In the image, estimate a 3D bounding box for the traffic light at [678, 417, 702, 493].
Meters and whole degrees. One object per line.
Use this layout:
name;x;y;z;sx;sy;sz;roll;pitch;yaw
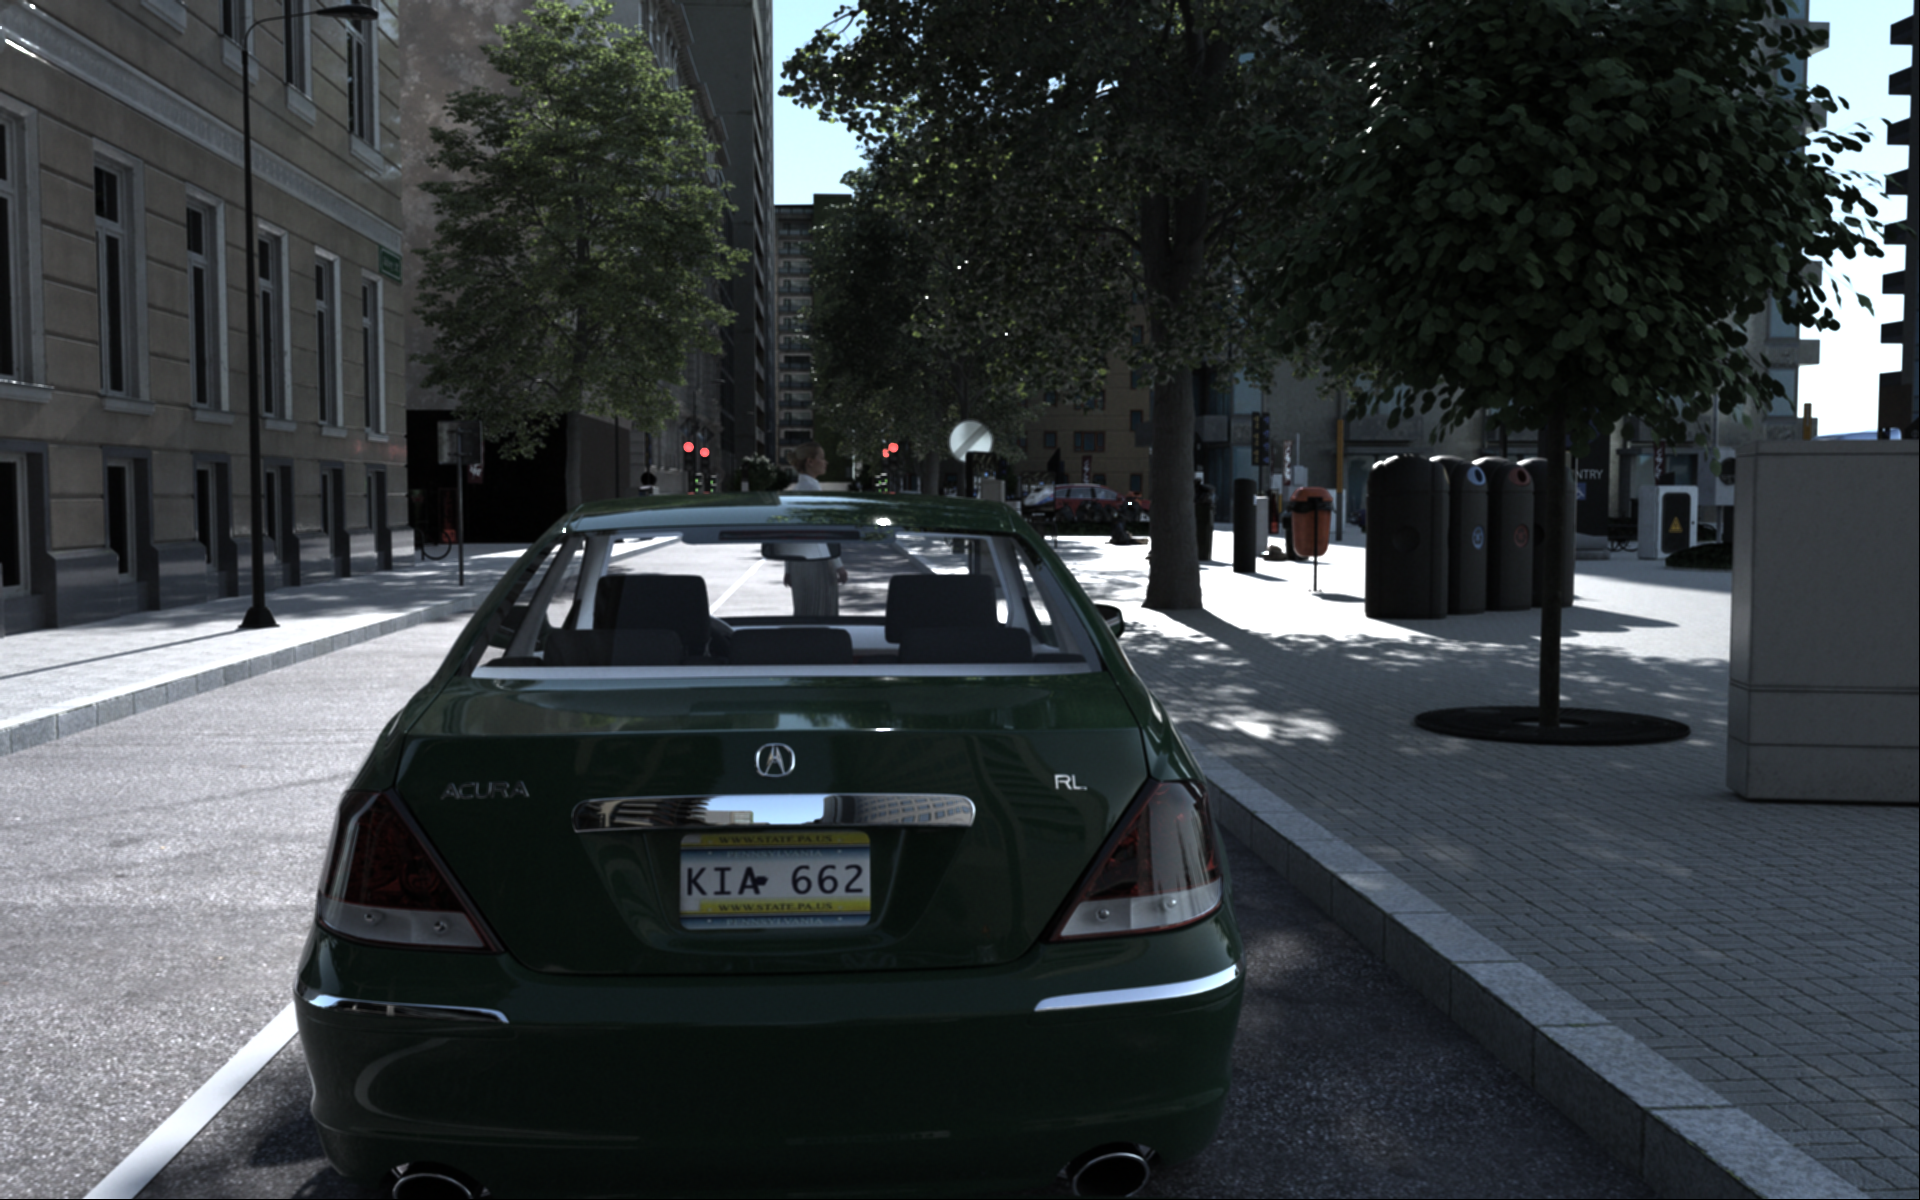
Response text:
traffic light;-9.813;-4.528;62.959;0.839;4.253;0.868;0;4;-4

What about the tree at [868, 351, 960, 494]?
tree;-2.569;-8.001;81.181;4.360;8.622;3.978;0;3;0

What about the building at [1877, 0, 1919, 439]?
building;54.503;-26.358;81.061;14.200;45.320;14.600;0;4;-4

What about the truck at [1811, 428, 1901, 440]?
truck;43.740;-5.013;71.722;18.799;4.110;2.967;0;4;-4

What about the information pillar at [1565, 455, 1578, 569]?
information pillar;10.374;-1.545;29.755;0.304;2.012;0.304;-1;4;-17

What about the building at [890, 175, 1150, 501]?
building;9.470;-16.653;117.311;27.650;21.520;28.899;0;4;-4

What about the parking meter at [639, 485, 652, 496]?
parking meter;-8.818;-2.459;48.618;0.372;1.533;0.369;0;3;0

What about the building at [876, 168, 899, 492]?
building;-0.646;-23.487;155.721;14.160;30.474;14.107;0;4;-4

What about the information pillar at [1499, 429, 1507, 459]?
information pillar;12.814;-3.029;40.886;0.183;3.616;0.504;0;4;5

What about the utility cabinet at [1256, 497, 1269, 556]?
utility cabinet;6.164;-1.537;36.300;0.306;1.237;1.020;0;4;-8

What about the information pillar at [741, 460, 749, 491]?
information pillar;-14.635;-7.746;117.996;0.504;3.616;0.183;0;4;3

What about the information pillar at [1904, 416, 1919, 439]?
information pillar;28.356;-3.683;51.575;0.183;3.616;0.504;-2;4;-32

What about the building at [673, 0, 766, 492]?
building;-28.672;-32.501;155.088;21.300;48.544;21.600;0;4;-4

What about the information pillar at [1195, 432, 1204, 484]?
information pillar;8.979;-4.512;65.126;0.183;3.616;0.504;3;5;40

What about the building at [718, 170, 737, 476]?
building;-24.535;-20.544;129.408;14.314;27.812;24.014;0;4;-4

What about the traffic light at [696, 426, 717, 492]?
traffic light;-10.408;-5.015;70.922;0.839;4.253;0.868;0;4;-4

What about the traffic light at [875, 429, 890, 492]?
traffic light;-3.068;-5.050;71.484;0.839;4.253;0.868;0;4;-4

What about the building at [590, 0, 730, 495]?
building;-21.513;-19.451;105.416;14.401;28.519;23.554;0;4;-4

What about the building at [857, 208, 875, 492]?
building;-7.595;-33.935;238.430;14.086;41.232;14.154;0;4;-4

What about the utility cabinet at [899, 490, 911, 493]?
utility cabinet;-3.362;-5.632;100.759;1.173;1.500;0.318;-3;5;-44

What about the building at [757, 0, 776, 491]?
building;-32.909;-47.077;207.964;20.611;71.187;20.563;0;4;-4

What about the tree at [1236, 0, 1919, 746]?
tree;3.285;-1.566;9.315;4.285;4.588;4.351;0;3;0

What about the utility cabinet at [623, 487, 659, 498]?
utility cabinet;-9.689;-2.695;52.738;1.173;1.500;0.318;2;4;31

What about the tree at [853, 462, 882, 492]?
tree;-6.738;-9.418;137.700;4.285;4.588;4.351;0;3;0

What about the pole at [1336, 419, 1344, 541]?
pole;10.396;-3.277;47.418;0.158;3.312;0.155;0;3;0

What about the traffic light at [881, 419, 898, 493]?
traffic light;-2.473;-4.563;63.521;0.839;4.253;0.868;0;4;-4

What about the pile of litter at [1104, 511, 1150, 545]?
pile of litter;4.252;-1.844;44.113;1.176;0.858;1.719;0;4;3

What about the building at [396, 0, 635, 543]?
building;-19.108;-11.309;52.353;16.811;18.784;16.820;0;4;-4

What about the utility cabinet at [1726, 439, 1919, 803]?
utility cabinet;3.861;0.091;7.199;1.173;1.500;0.318;1;4;9

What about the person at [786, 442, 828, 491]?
person;-1.102;-0.211;12.171;0.641;1.798;0.478;-1;4;-11

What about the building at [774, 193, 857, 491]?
building;-21.652;-33.880;237.526;14.086;41.232;14.154;0;4;-4

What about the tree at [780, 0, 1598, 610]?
tree;2.511;-6.876;19.082;9.857;13.997;8.962;0;3;0

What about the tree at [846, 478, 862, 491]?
tree;-12.732;-13.105;208.864;1.663;3.219;1.824;0;3;0

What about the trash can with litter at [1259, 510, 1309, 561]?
trash can with litter;6.329;-1.342;33.321;1.055;1.170;0.624;-2;4;-25

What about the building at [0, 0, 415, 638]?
building;-15.146;-14.299;19.694;13.634;28.700;20.117;0;4;-4

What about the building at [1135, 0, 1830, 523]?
building;23.813;-28.444;84.665;30.456;49.044;23.786;0;4;-4

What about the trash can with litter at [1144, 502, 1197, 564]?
trash can with litter;3.801;-1.235;31.574;0.624;1.170;1.055;-3;5;-41

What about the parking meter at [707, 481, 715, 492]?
parking meter;-10.647;-4.166;73.824;0.399;1.863;0.255;-2;4;-30

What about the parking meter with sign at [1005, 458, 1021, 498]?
parking meter with sign;2.790;-4.693;72.997;1.738;3.016;0.543;0;4;5

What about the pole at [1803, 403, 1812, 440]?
pole;18.974;-2.753;38.861;0.158;3.312;0.155;0;3;0

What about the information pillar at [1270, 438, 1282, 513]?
information pillar;13.086;-4.918;71.764;0.504;3.616;0.183;0;4;-1

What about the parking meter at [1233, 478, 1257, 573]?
parking meter;4.659;-1.218;28.325;0.372;1.533;0.369;0;3;0

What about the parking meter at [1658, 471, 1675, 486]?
parking meter;18.182;-2.381;44.647;0.399;1.863;0.255;1;4;11

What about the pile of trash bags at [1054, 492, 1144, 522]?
pile of trash bags;5.142;-3.223;62.443;3.447;1.369;1.912;-2;4;-32

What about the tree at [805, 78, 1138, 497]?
tree;0.305;-6.293;37.306;7.601;10.594;8.767;-1;4;-16

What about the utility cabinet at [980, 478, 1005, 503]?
utility cabinet;0.475;-0.962;24.404;0.318;1.500;1.173;0;4;4

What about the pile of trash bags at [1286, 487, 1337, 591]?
pile of trash bags;6.082;-0.818;23.119;3.447;1.369;1.912;0;4;-3

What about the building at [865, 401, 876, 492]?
building;4.601;-20.397;178.531;27.650;21.520;28.899;0;4;-4

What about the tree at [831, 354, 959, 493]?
tree;-3.473;-10.870;95.849;7.486;12.596;7.792;0;3;0
